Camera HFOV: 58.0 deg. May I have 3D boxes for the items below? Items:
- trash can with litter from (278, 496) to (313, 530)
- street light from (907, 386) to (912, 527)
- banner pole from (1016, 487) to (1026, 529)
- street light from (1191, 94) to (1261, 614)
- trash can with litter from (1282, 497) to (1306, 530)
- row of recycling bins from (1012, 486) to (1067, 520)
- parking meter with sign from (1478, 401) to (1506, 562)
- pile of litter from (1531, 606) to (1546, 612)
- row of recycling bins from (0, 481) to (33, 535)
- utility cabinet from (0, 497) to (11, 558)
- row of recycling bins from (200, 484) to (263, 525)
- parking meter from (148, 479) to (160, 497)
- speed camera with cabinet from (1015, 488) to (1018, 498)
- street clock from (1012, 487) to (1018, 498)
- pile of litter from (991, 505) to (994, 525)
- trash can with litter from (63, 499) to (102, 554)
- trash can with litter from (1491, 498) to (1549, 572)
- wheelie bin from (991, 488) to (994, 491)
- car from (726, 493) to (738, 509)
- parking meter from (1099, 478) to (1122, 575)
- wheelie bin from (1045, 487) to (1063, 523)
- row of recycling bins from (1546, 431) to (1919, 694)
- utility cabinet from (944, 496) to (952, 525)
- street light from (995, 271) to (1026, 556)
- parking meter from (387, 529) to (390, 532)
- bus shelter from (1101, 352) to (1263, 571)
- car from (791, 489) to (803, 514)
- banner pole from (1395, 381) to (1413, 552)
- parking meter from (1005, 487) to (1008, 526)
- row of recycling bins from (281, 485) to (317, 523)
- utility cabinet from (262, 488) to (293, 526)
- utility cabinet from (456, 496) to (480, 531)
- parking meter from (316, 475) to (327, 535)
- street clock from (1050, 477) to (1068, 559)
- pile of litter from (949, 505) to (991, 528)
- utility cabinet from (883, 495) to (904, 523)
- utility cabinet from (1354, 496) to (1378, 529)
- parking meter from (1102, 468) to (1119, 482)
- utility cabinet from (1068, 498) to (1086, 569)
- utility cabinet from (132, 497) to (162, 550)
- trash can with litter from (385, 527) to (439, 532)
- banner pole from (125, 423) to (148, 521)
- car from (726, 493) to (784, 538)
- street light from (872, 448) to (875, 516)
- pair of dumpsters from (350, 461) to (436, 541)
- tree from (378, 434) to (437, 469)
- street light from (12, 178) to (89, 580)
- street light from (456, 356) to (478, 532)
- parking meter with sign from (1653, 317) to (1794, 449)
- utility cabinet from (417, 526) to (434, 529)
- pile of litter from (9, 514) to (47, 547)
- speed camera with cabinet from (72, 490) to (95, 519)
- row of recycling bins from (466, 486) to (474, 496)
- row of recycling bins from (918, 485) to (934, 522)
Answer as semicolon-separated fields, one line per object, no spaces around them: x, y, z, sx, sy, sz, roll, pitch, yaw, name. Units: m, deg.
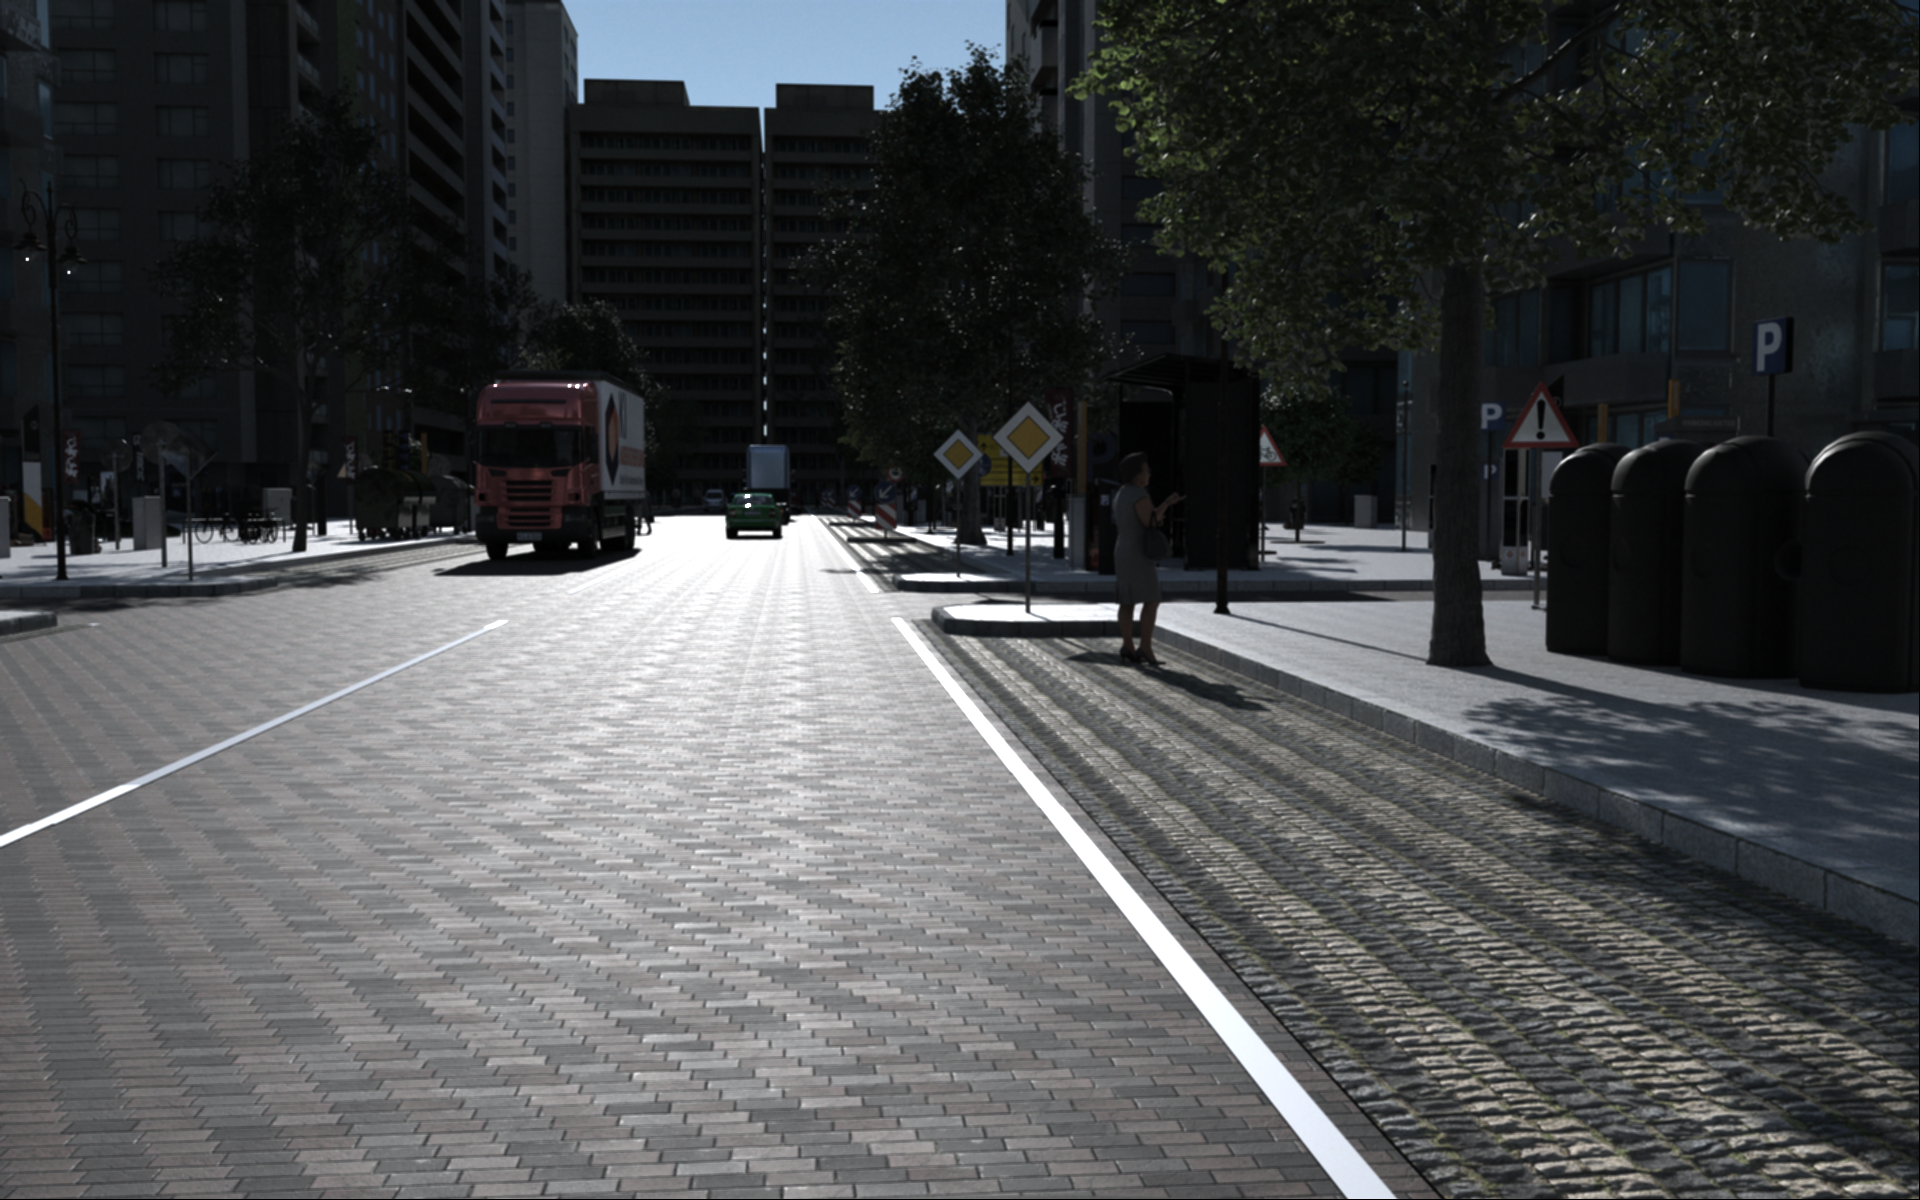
-24.132;-3.117;62.026;2.233;1.210;1.678;-3;5;-39;trash can with litter
-1.992;-5.843;68.318;0.468;5.910;1.993;0;4;-5;street light
2.361;-4.502;63.632;0.401;3.779;0.863;2;4;30;banner pole
2.819;-2.794;18.464;0.468;5.910;1.993;0;4;-5;street light
12.029;-3.132;62.594;0.624;1.170;1.055;-2;4;-24;trash can with litter
3.555;-4.816;85.852;3.534;1.692;1.069;2;4;32;row of recycling bins
10.297;-2.278;33.512;0.543;3.016;1.738;1;4;20;parking meter with sign
7.142;-0.324;19.260;1.719;0.858;1.176;0;4;-6;pile of litter
-30.288;-2.855;53.791;1.069;1.692;3.534;1;4;19;row of recycling bins
-19.283;-1.417;34.324;0.306;1.237;1.020;0;4;5;utility cabinet
-30.542;-4.008;72.644;3.534;1.692;1.069;2;4;32;row of recycling bins
-32.083;-3.871;69.008;0.255;1.863;0.399;3;5;41;parking meter
3.860;-6.087;93.864;2.038;3.252;0.660;3;5;43;speed camera with cabinet
2.363;-4.361;75.880;0.358;2.002;0.471;-1;4;-9;street clock
1.308;-3.500;71.182;1.719;0.858;1.176;1;4;22;pile of litter
-18.761;-1.567;37.011;0.624;1.170;1.055;-1;4;-11;trash can with litter
9.639;-1.114;29.273;1.678;1.210;2.233;-2;4;-33;trash can with litter
1.946;-5.397;96.149;0.980;1.594;0.693;-2;4;-23;wheelie bin
-22.436;-9.966;172.538;1.945;1.707;3.694;0;4;-6;car
2.393;-1.170;27.535;0.372;1.533;0.369;0;3;0;parking meter
4.191;-4.272;77.756;0.980;1.594;0.693;3;5;43;wheelie bin
5.577;-0.344;12.744;1.069;1.692;3.534;-1;4;-17;row of recycling bins
-0.510;-3.671;71.190;0.306;1.237;1.020;0;4;-5;utility cabinet
1.047;-3.867;36.017;0.468;5.910;1.993;0;4;-5;street light
-18.994;-3.032;57.989;0.372;1.533;0.369;0;3;0;parking meter
3.977;-2.487;31.953;1.731;3.624;6.357;0;4;-5;bus shelter
-12.563;-7.168;125.874;2.281;1.827;5.304;0;4;-5;car
9.956;-2.985;38.816;0.401;3.779;0.863;1;4;10;banner pole
1.801;-3.907;69.593;0.255;1.863;0.399;2;4;35;parking meter
-29.629;-4.301;77.437;1.069;1.692;3.534;-2;4;-35;row of recycling bins
-26.924;-3.651;68.378;0.318;1.500;1.173;2;4;29;utility cabinet
-17.404;-3.065;61.268;0.306;1.237;1.020;2;4;35;utility cabinet
-19.875;-2.948;53.916;0.255;1.863;0.399;-1;4;-19;parking meter
1.976;-1.831;34.509;0.358;2.002;0.471;1;4;16;street clock
0.109;-3.166;65.731;1.176;0.858;1.719;3;4;37;pile of litter
-2.879;-4.029;77.038;1.020;1.237;0.306;1;4;9;utility cabinet
15.045;-3.243;64.184;0.306;1.237;1.020;-2;4;-24;utility cabinet
3.384;-2.028;38.865;0.255;1.863;0.399;-2;4;-34;parking meter
2.168;-1.169;30.281;0.306;1.237;1.020;-1;4;-12;utility cabinet
-18.851;-1.773;40.157;0.306;1.237;1.020;0;4;-5;utility cabinet
-19.078;-2.978;59.744;2.233;1.210;1.678;-1;4;-23;trash can with litter
-28.966;-4.333;60.859;0.863;3.779;0.401;-2;4;-32;banner pole
-6.916;-3.028;58.309;1.959;1.807;4.718;0;4;-5;car
-5.071;-7.856;101.234;0.468;5.910;1.993;0;4;-5;street light
-16.179;-2.873;49.459;1.574;2.255;4.437;0;4;-5;pair of dumpsters
-28.834;-6.505;90.073;4.285;4.588;4.351;0;3;0;tree
-13.445;-3.239;25.753;0.468;5.910;1.993;0;4;-5;street light
-16.499;-5.215;58.053;0.468;5.910;1.993;0;4;-5;street light
7.283;-1.282;17.214;1.738;3.016;0.543;-1;4;-9;parking meter with sign
-19.299;-3.108;61.983;1.020;1.237;0.306;0;4;-2;utility cabinet
-23.269;-1.742;42.449;1.719;0.858;1.176;-3;5;-43;pile of litter
-38.237;-4.903;74.507;2.038;3.252;0.660;-2;4;-28;speed camera with cabinet
-21.137;-4.390;78.887;3.534;1.692;1.069;-2;4;-33;row of recycling bins
-1.866;-4.441;79.720;1.069;1.692;3.534;1;4;9;row of recycling bins
